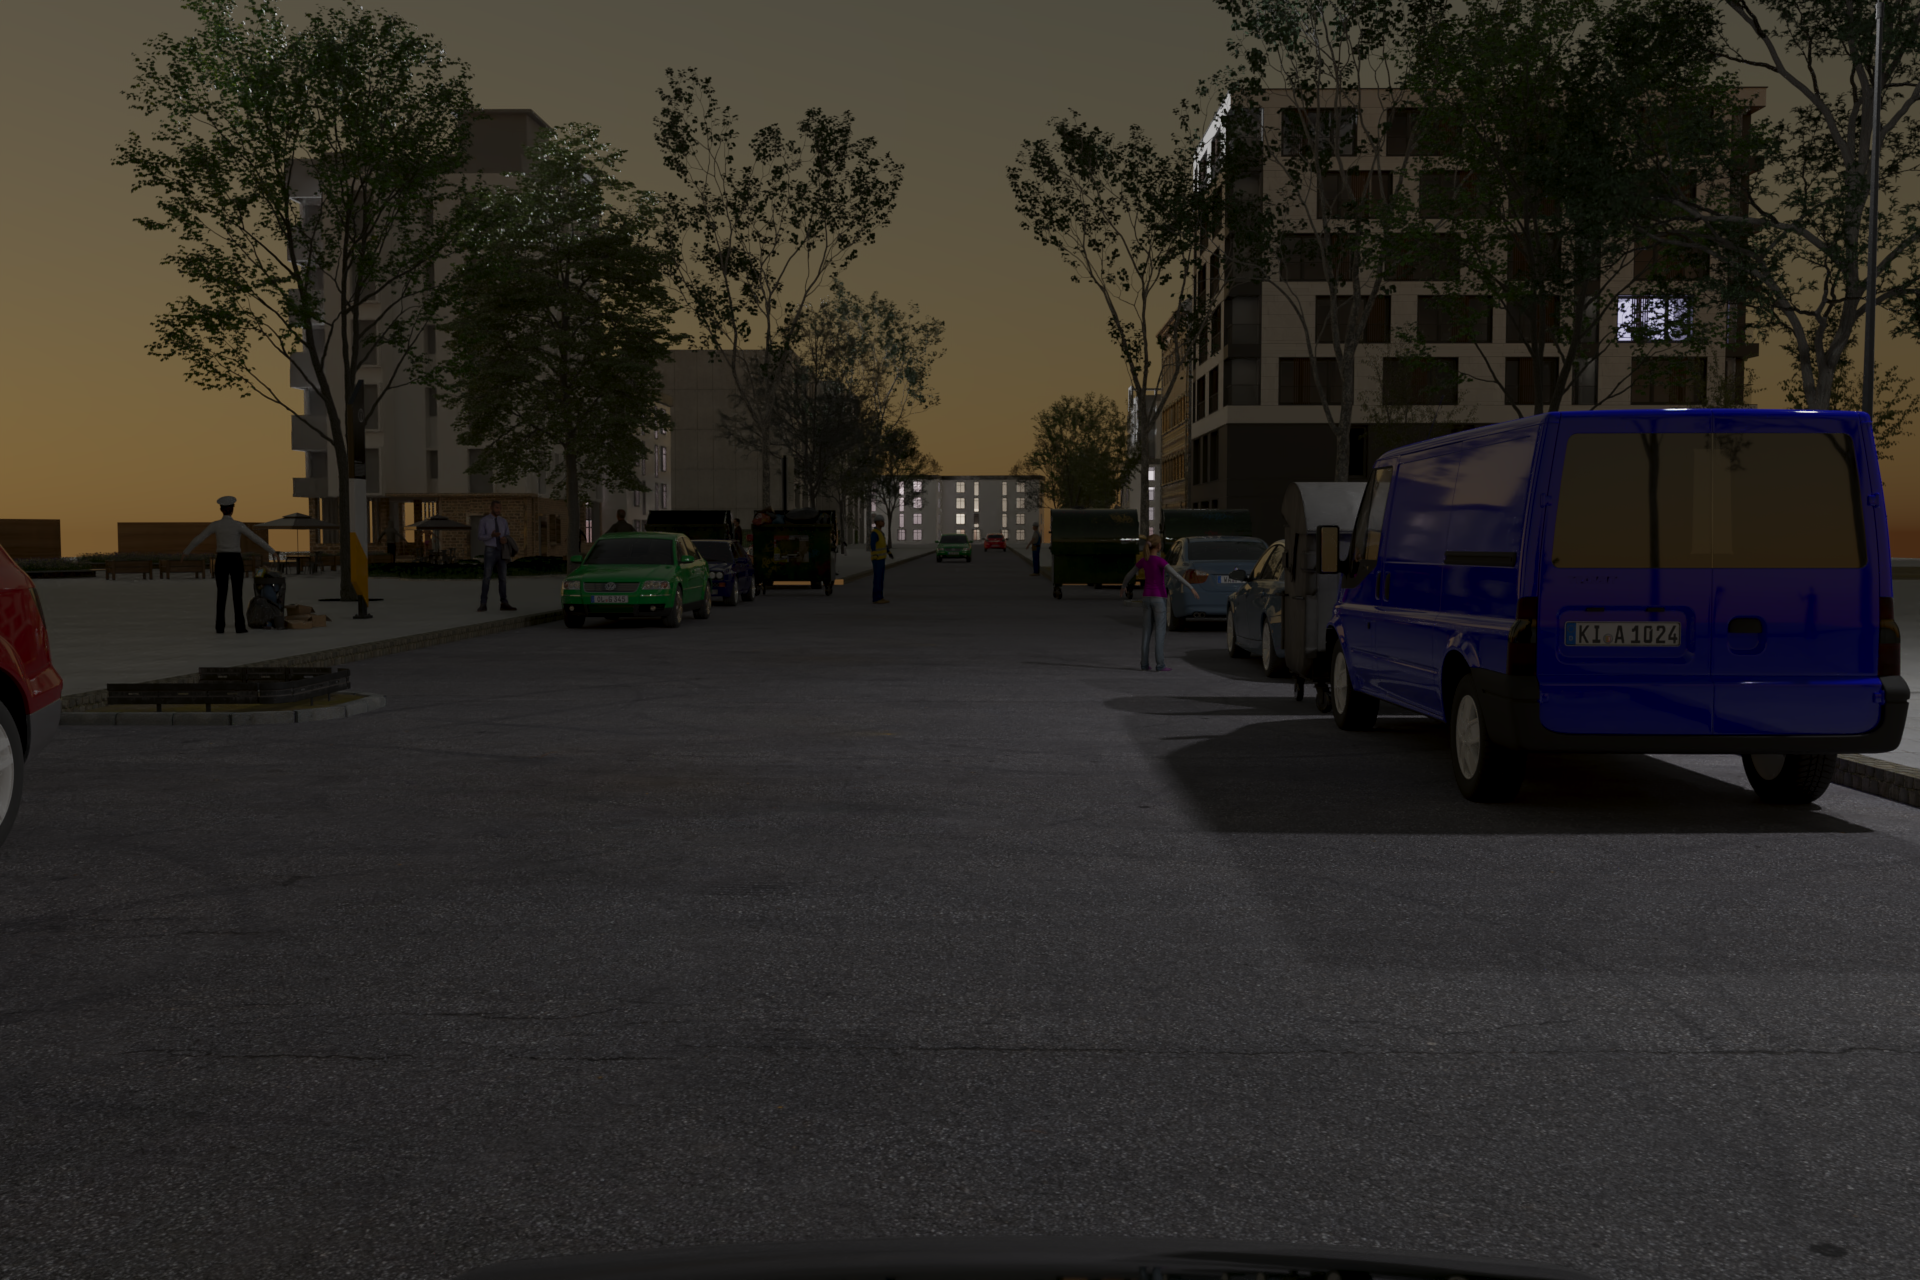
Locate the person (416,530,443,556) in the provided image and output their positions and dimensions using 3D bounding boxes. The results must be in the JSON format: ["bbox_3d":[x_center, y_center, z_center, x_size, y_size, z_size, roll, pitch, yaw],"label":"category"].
[{"bbox_3d":[-21.991,-3.971,71.732,1.217,1.733,0.721,1,4,16],"label":"person"}]

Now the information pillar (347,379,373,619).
[{"bbox_3d":[-9.069,-2.125,26.102,0.183,3.616,0.504,0,4,2],"label":"information pillar"}]

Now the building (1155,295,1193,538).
[{"bbox_3d":[24.393,-17.847,122.733,19.493,23.208,18.063,0,4,1],"label":"building"}]

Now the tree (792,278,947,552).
[{"bbox_3d":[-6.938,-16.617,127.575,12.611,20.169,13.585,0,3,0],"label":"tree"}]

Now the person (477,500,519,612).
[{"bbox_3d":[-7.644,-1.393,28.684,0.709,1.838,0.599,-3,5,-43],"label":"person"}]

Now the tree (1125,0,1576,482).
[{"bbox_3d":[11.086,-11.763,48.222,12.611,20.169,13.585,0,3,0],"label":"tree"}]

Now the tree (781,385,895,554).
[{"bbox_3d":[-7.732,-10.682,109.059,7.601,10.594,8.767,-1,4,-22],"label":"tree"}]

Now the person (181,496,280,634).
[{"bbox_3d":[-9.464,-0.979,22.461,1.216,1.778,0.721,-1,4,-11],"label":"person"}]

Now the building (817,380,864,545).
[{"bbox_3d":[-21.665,-21.340,215.366,16.747,18.905,31.486,0,4,2],"label":"building"}]

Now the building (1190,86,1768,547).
[{"bbox_3d":[26.518,-15.408,95.898,27.936,21.610,32.646,0,4,1],"label":"building"}]

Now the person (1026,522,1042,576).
[{"bbox_3d":[2.572,-3.115,59.239,0.705,1.847,1.347,1,4,21],"label":"person"}]

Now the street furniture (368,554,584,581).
[{"bbox_3d":[-14.390,-2.272,52.767,5.734,0.657,10.072,1,4,18],"label":"street furniture"}]

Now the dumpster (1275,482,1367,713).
[{"bbox_3d":[3.619,-0.374,14.330,1.865,1.857,1.264,0,4,0],"label":"dumpster"}]

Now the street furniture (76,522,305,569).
[{"bbox_3d":[-30.397,-3.631,66.227,9.812,1.723,11.010,1,4,11],"label":"street furniture"}]

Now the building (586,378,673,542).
[{"bbox_3d":[-22.153,-10.046,106.398,9.099,9.664,28.070,0,4,0],"label":"building"}]

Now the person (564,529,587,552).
[{"bbox_3d":[-17.841,-4.552,80.652,0.704,1.802,1.346,3,4,36],"label":"person"}]

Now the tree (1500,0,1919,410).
[{"bbox_3d":[9.563,-5.213,19.644,7.601,10.594,8.767,-2,4,-28],"label":"tree"}]

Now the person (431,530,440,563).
[{"bbox_3d":[-22.357,-4.130,73.709,0.705,1.806,1.347,-2,4,-24],"label":"person"}]

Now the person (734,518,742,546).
[{"bbox_3d":[-7.500,-3.177,58.085,0.704,1.812,1.346,-1,4,-17],"label":"person"}]

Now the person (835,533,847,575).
[{"bbox_3d":[-3.976,-2.933,53.739,0.705,1.856,1.354,-3,5,-40],"label":"person"}]

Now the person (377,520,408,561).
[{"bbox_3d":[-21.638,-3.658,65.936,1.348,1.813,0.705,1,4,17],"label":"person"}]

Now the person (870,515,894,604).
[{"bbox_3d":[-1.646,-1.673,35.773,0.705,1.833,1.349,1,4,13],"label":"person"}]

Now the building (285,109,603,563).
[{"bbox_3d":[-24.060,-13.590,78.622,16.016,20.090,11.380,0,4,1],"label":"building"}]

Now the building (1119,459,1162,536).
[{"bbox_3d":[23.346,-15.338,192.916,9.099,9.664,28.070,0,4,1],"label":"building"}]

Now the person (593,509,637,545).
[{"bbox_3d":[-7.153,-1.856,36.523,1.348,1.807,0.705,-3,5,-41],"label":"person"}]

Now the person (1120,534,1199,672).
[{"bbox_3d":[2.064,-0.390,18.103,0.991,1.433,0.599,3,5,41],"label":"person"}]

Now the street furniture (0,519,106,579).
[{"bbox_3d":[-29.703,-2.561,48.734,11.010,1.723,9.812,1,4,23],"label":"street furniture"}]

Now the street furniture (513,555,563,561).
[{"bbox_3d":[-12.461,-3.205,68.030,10.072,0.657,5.734,-1,4,-14],"label":"street furniture"}]

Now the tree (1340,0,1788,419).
[{"bbox_3d":[10.540,-6.443,31.105,9.928,11.665,9.643,0,3,0],"label":"tree"}]

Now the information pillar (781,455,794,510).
[{"bbox_3d":[-5.177,-3.721,52.152,0.184,3.620,1.656,0,4,1],"label":"information pillar"}]

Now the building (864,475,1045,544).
[{"bbox_3d":[-2.458,-18.375,245.033,28.070,9.664,9.099,1,4,10],"label":"building"}]

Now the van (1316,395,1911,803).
[{"bbox_3d":[3.666,-0.398,10.886,2.240,2.365,5.245,0,4,0],"label":"van"}]

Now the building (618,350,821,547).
[{"bbox_3d":[-24.308,-19.290,181.844,16.747,18.905,31.486,0,4,0],"label":"building"}]

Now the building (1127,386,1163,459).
[{"bbox_3d":[26.374,-22.270,220.536,16.016,20.090,11.380,0,4,1],"label":"building"}]

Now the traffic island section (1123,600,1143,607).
[{"bbox_3d":[4.292,-0.726,34.730,1.991,0.108,1.994,0,4,1],"label":"traffic island section"}]
